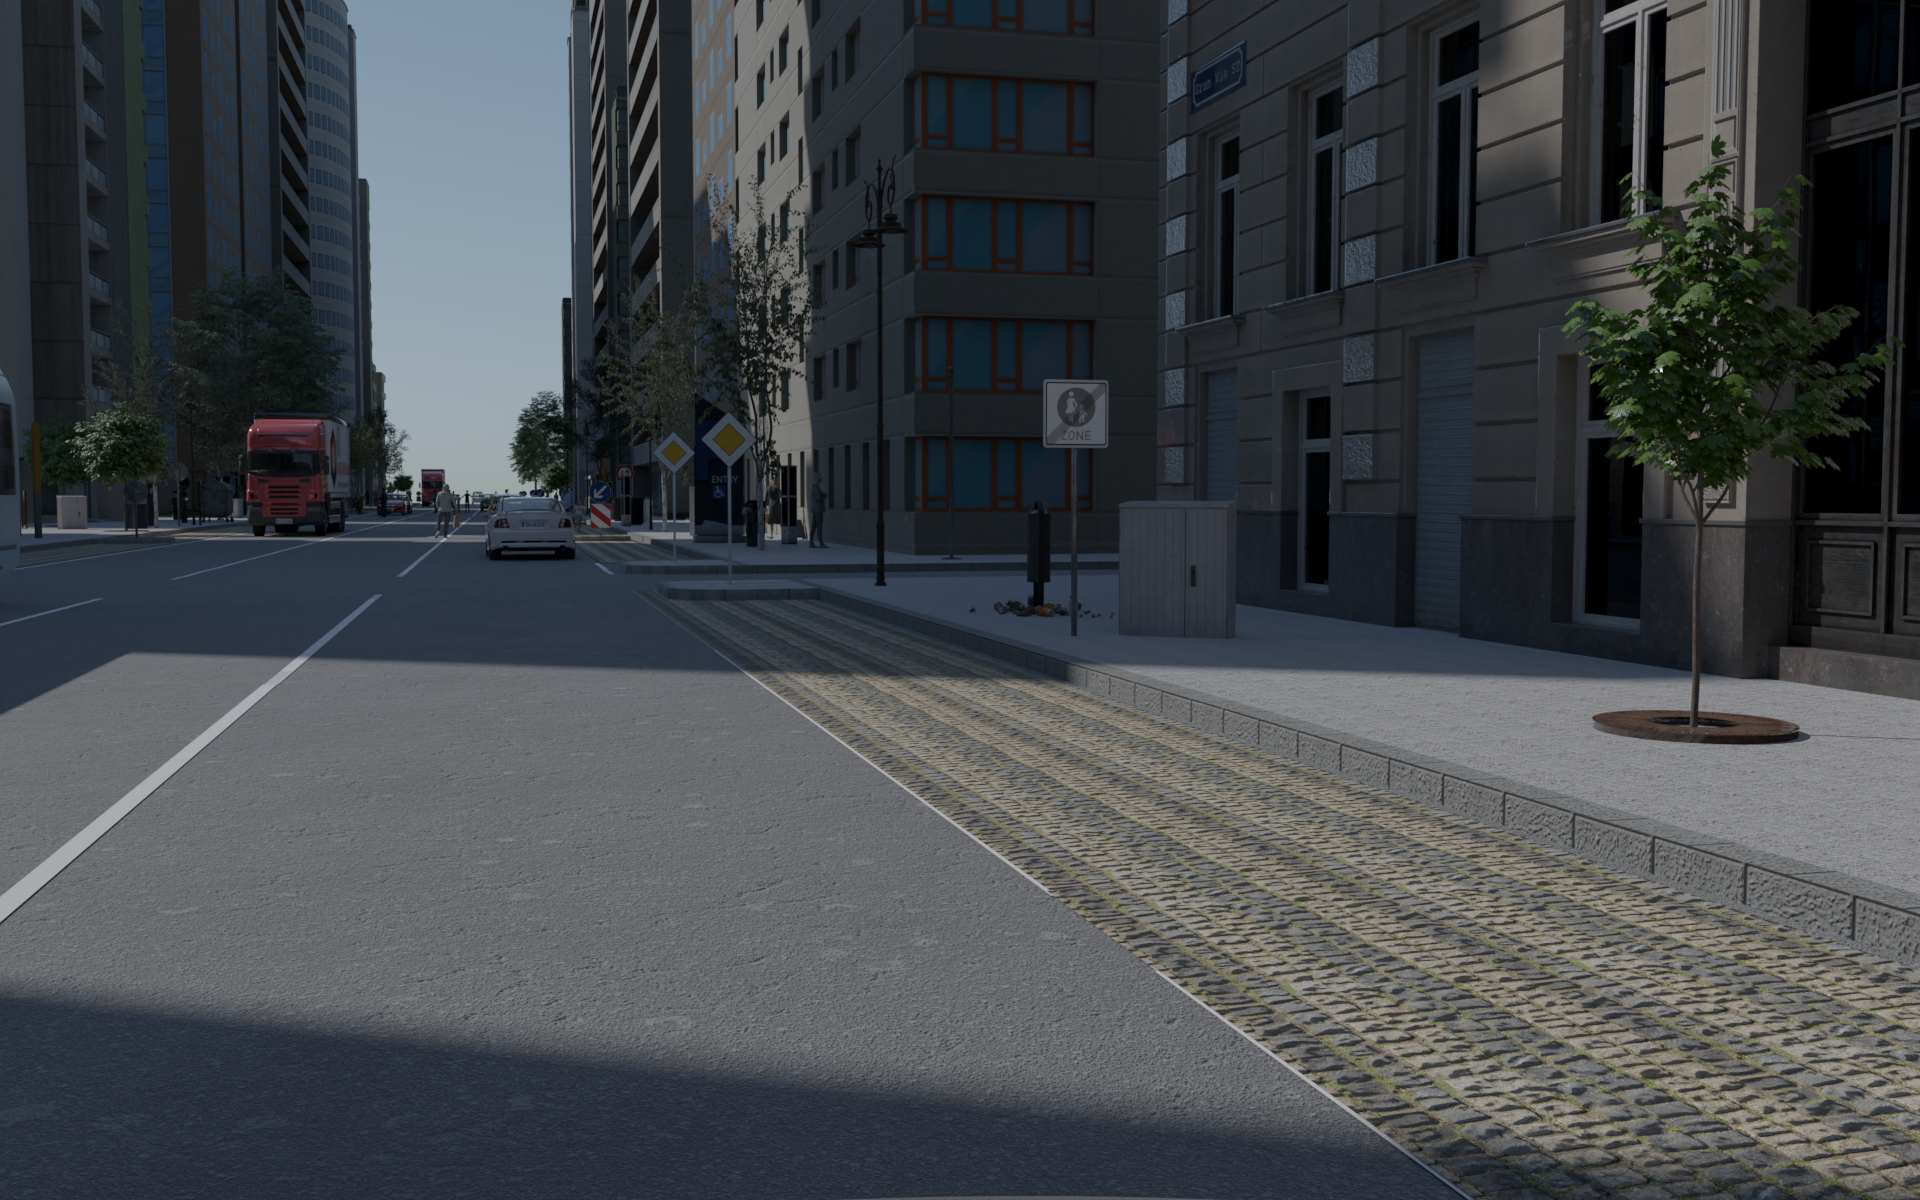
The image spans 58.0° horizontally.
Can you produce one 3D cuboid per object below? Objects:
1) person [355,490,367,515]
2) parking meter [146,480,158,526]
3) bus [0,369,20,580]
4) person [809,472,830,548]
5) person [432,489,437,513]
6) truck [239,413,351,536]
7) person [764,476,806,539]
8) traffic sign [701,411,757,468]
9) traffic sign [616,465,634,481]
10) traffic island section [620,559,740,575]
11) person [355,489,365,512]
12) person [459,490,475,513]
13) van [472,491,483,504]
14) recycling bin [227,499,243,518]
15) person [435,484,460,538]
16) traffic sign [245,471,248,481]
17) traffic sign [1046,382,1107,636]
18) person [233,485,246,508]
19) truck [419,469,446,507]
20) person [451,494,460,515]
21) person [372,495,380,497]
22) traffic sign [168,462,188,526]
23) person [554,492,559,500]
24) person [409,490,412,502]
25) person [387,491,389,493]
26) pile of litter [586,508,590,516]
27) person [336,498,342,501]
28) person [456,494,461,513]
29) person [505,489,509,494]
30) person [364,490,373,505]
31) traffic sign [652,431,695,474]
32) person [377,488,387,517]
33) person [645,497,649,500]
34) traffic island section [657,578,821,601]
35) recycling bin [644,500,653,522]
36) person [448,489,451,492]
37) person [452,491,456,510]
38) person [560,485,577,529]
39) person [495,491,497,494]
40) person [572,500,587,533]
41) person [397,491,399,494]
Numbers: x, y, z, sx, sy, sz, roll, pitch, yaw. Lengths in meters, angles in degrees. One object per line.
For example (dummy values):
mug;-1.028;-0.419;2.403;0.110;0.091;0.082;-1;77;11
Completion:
person;-41.648;-6.798;120.380;1.217;1.736;0.721;2;4;31
parking meter;-32.425;-3.904;69.535;0.399;1.863;0.255;-2;4;-33
bus;-11.670;-1.288;15.927;2.948;3.499;13.247;-1;4;-16
person;-3.335;-2.136;41.142;0.526;1.800;0.537;0;4;-1
person;-40.544;-7.656;133.753;0.705;1.814;1.350;-1;4;-9
truck;-23.723;-4.489;62.315;2.839;4.237;11.283;-1;4;-14
person;-5.052;-2.627;49.217;0.699;1.804;1.509;-3;4;-36
traffic sign;-3.237;-1.364;24.491;0.795;2.593;0.064;-1;4;-15
traffic sign;-14.634;-4.622;75.677;0.768;2.556;0.104;-1;4;-12
traffic island section;-5.272;-0.613;32.297;2.009;0.180;2.903;-1;4;-15
person;-46.013;-7.566;132.294;1.348;1.812;0.705;-2;4;-33
person;-37.662;-7.539;132.284;1.217;1.766;0.721;0;4;1
van;-67.020;-14.294;240.711;2.013;2.044;4.112;-1;4;-15
recycling bin;-38.582;-4.860;92.017;0.722;1.027;0.722;0;3;0
person;-16.608;-2.884;56.139;0.782;1.767;0.515;0;4;-5
traffic sign;-36.181;-5.419;88.699;0.768;2.556;0.104;-1;4;-14
traffic sign;1.030;-0.823;15.590;0.606;2.300;0.079;-1;4;-15
person;-42.663;-5.910;102.772;0.705;1.812;1.348;2;4;24
truck;-59.604;-12.666;195.996;2.839;4.237;11.283;-1;4;-16
person;-33.571;-6.340;115.348;0.628;1.438;0.799;-1;4;-21
person;-72.146;-12.656;213.787;0.721;1.723;1.217;2;4;35
traffic sign;-30.949;-4.187;68.568;0.768;2.556;0.104;0;4;-8
person;-35.431;-8.727;151.967;0.421;1.427;0.697;-1;4;-17
person;-77.461;-14.547;243.751;0.599;1.838;0.709;1;4;19
person;-53.587;-9.363;162.258;0.621;1.740;0.551;-1;4;-21
pile of litter;-21.437;-5.416;102.510;1.719;0.858;1.176;-2;4;-27
person;-41.616;-6.521;116.030;0.530;1.710;0.541;-3;5;-44
person;-38.682;-7.441;133.380;0.599;1.433;0.991;0;4;8
person;-28.647;-6.122;109.119;0.721;1.766;1.217;1;4;13
person;-69.604;-12.086;203.667;1.348;1.821;0.705;2;4;26
traffic sign;-5.293;-1.836;32.208;0.795;2.593;0.064;-1;4;-15
person;-35.443;-5.986;106.390;0.705;1.821;1.348;0;4;5
person;-15.599;-4.521;85.461;1.012;1.151;0.738;-3;5;-44
traffic island section;-3.217;-0.141;24.580;2.009;0.180;2.903;-1;4;-15
recycling bin;-14.543;-4.082;79.293;0.722;1.027;0.722;1;4;16
person;-43.565;-8.512;147.675;0.705;1.824;1.348;-1;4;-15
person;-46.870;-9.238;160.246;1.217;1.736;0.721;-1;4;-20
person;-16.085;-3.820;71.227;0.793;1.790;0.793;-1;4;-22
person;-52.168;-11.371;195.100;0.721;1.739;1.217;0;4;-1
person;-13.996;-3.067;63.664;0.505;1.210;0.382;-3;5;-41
person;-82.631;-15.234;254.743;0.705;1.869;1.348;-1;4;-15
